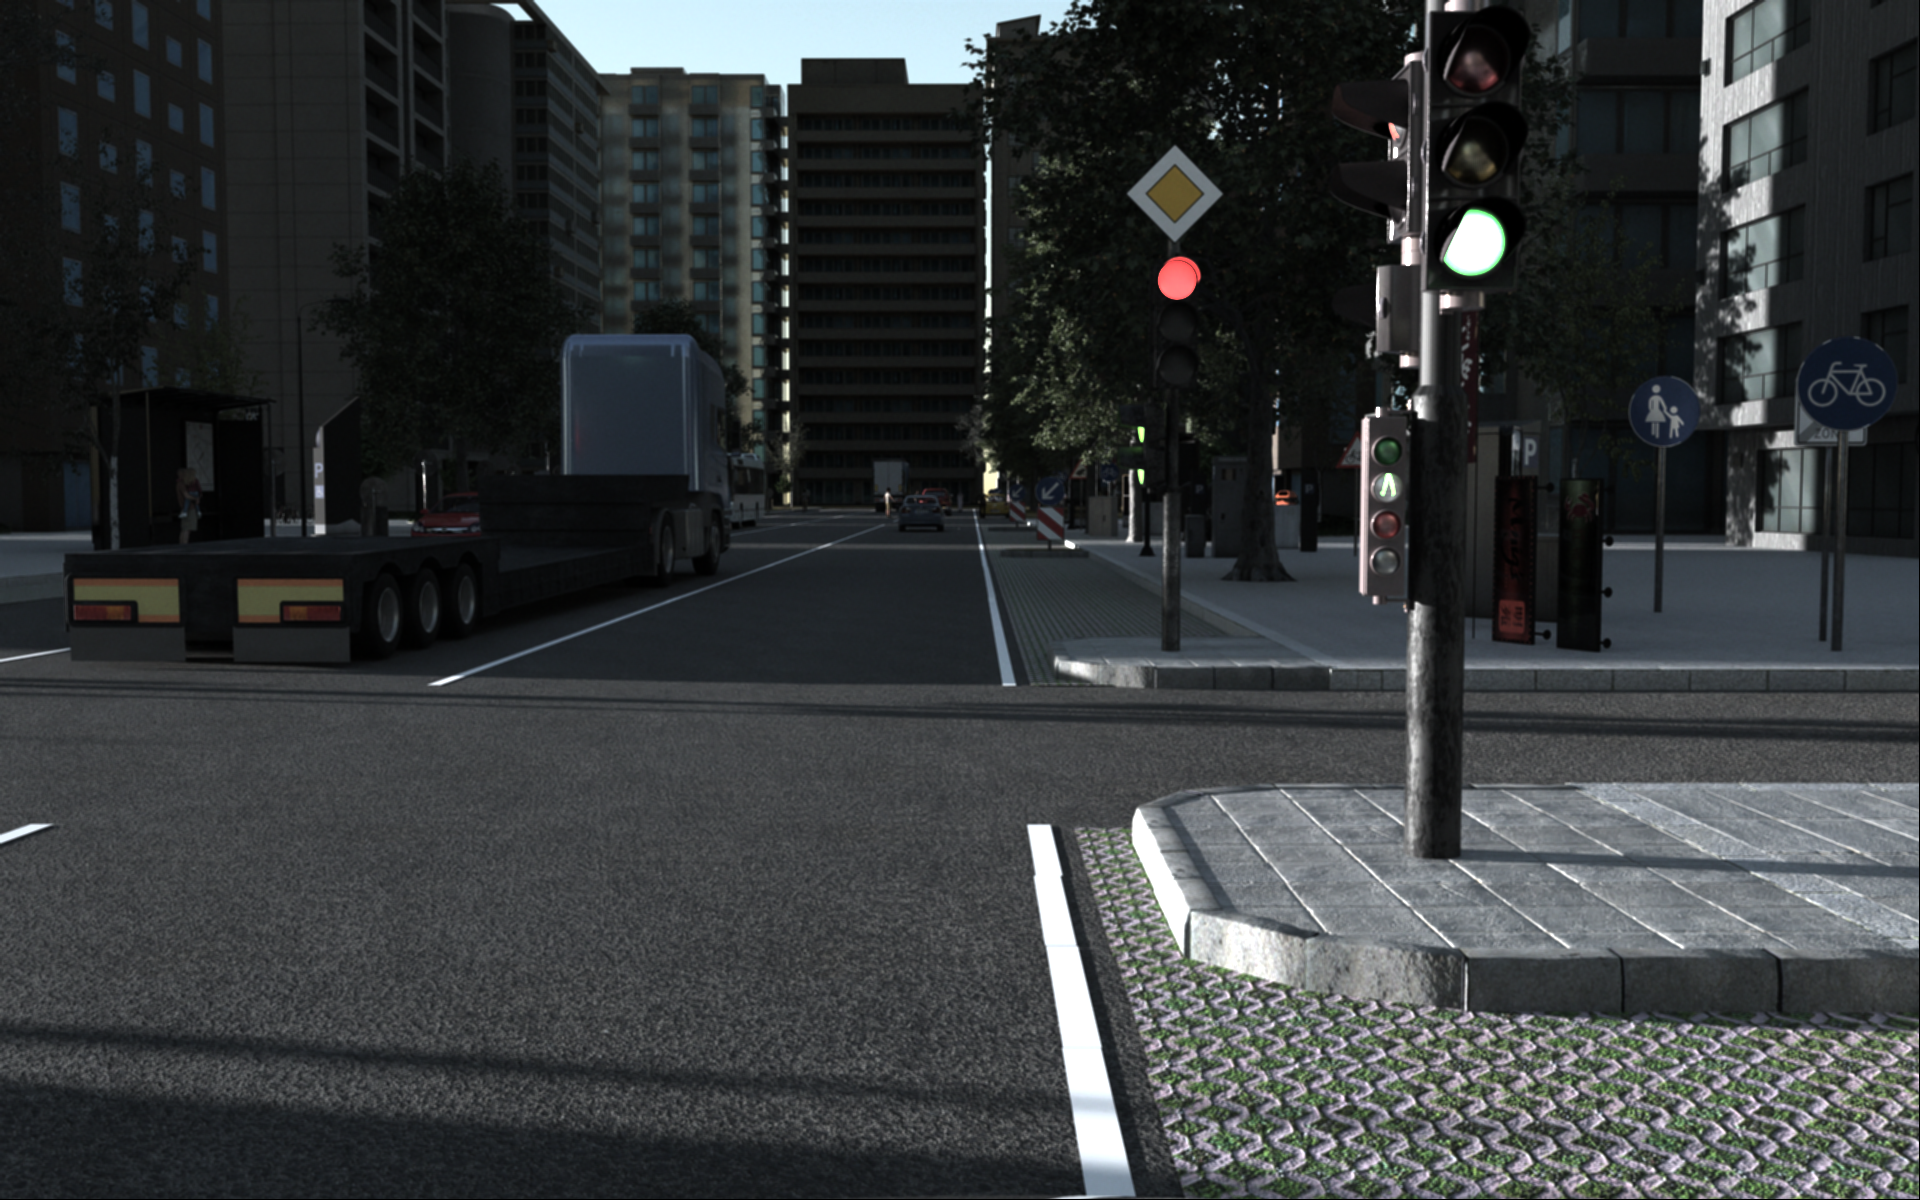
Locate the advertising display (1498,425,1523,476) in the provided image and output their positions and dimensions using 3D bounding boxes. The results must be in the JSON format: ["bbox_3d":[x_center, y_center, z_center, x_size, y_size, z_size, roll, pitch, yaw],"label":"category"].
[{"bbox_3d":[5.258,-0.695,16.574,0.123,1.923,0.974,2,4,23],"label":"advertising display"}]

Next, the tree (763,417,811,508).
[{"bbox_3d":[-16.163,-13.068,164.026,4.360,8.622,3.978,0,3,0],"label":"tree"}]

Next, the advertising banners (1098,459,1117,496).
[{"bbox_3d":[7.332,-5.515,86.361,0.090,3.025,2.074,-2,4,-24],"label":"advertising banners"}]

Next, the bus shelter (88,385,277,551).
[{"bbox_3d":[-18.060,-3.017,40.605,1.731,3.624,6.357,0,4,0],"label":"bus shelter"}]

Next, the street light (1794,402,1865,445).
[{"bbox_3d":[3.049,-2.041,5.915,1.470,5.913,1.316,0,4,0],"label":"street light"}]

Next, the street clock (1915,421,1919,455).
[{"bbox_3d":[8.387,-0.623,14.762,0.358,2.002,0.471,-1,4,-14],"label":"street clock"}]

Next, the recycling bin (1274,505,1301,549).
[{"bbox_3d":[7.645,-1.729,40.824,0.722,1.027,0.722,1,4,14],"label":"recycling bin"}]

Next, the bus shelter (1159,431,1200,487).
[{"bbox_3d":[7.971,-4.566,65.932,1.731,3.624,6.357,0,4,0],"label":"bus shelter"}]

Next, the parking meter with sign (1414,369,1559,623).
[{"bbox_3d":[5.572,-1.321,17.865,0.543,3.016,1.738,-3,5,-42],"label":"parking meter with sign"}]

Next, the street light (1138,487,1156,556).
[{"bbox_3d":[3.332,-3.862,35.679,1.470,5.913,1.316,0,4,0],"label":"street light"}]

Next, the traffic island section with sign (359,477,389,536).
[{"bbox_3d":[-13.305,-1.851,38.889,1.989,1.847,2.006,0,4,0],"label":"traffic island section with sign"}]

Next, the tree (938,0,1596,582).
[{"bbox_3d":[4.502,-6.620,25.247,9.611,12.733,9.660,0,3,0],"label":"tree"}]

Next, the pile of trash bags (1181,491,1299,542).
[{"bbox_3d":[7.583,-2.249,46.524,3.447,1.369,1.912,3,5,44],"label":"pile of trash bags"}]

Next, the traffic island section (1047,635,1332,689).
[{"bbox_3d":[1.748,0.495,14.186,2.009,0.180,2.903,0,4,0],"label":"traffic island section"}]

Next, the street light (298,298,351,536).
[{"bbox_3d":[-15.100,-4.195,41.136,1.470,5.913,1.316,0,4,0],"label":"street light"}]

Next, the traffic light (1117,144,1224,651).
[{"bbox_3d":[1.708,-1.538,14.073,0.839,4.253,0.868,0,4,0],"label":"traffic light"}]

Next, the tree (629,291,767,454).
[{"bbox_3d":[-16.249,-11.094,98.399,9.611,12.733,9.660,0,3,0],"label":"tree"}]

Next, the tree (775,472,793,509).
[{"bbox_3d":[-15.214,-9.487,149.710,1.663,3.219,1.824,0,3,0],"label":"tree"}]

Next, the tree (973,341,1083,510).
[{"bbox_3d":[5.859,-13.975,135.149,9.857,13.997,8.962,0,3,0],"label":"tree"}]

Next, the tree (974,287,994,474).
[{"bbox_3d":[4.418,-8.385,55.216,7.486,12.596,7.792,0,3,0],"label":"tree"}]

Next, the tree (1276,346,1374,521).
[{"bbox_3d":[12.138,-6.633,58.809,4.360,8.622,3.978,0,3,0],"label":"tree"}]

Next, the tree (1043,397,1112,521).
[{"bbox_3d":[5.196,-7.989,80.979,4.360,8.622,3.978,0,3,0],"label":"tree"}]

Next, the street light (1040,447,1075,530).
[{"bbox_3d":[3.491,-5.506,62.568,1.470,5.913,1.316,0,4,0],"label":"street light"}]

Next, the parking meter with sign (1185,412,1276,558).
[{"bbox_3d":[5.436,-2.367,34.956,1.738,3.016,0.543,0,4,-3],"label":"parking meter with sign"}]

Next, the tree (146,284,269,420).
[{"bbox_3d":[-25.941,-6.712,60.111,4.737,8.622,4.395,0,3,0],"label":"tree"}]

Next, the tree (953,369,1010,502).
[{"bbox_3d":[4.534,-15.529,164.271,12.009,13.543,11.850,0,3,0],"label":"tree"}]

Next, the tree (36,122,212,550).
[{"bbox_3d":[-16.801,-5.097,33.705,4.360,8.622,3.978,0,3,0],"label":"tree"}]

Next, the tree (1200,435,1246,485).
[{"bbox_3d":[12.624,-6.314,86.951,4.285,4.588,4.351,0,3,0],"label":"tree"}]

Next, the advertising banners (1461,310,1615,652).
[{"bbox_3d":[4.779,-1.139,14.811,0.090,3.025,2.074,-2,4,-25],"label":"advertising banners"}]

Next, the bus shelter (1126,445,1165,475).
[{"bbox_3d":[8.061,-4.872,73.575,2.014,3.302,5.546,0,4,0],"label":"bus shelter"}]

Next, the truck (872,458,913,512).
[{"bbox_3d":[-5.503,-9.358,141.923,2.839,4.237,11.283,0,4,2],"label":"truck"}]

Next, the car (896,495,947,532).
[{"bbox_3d":[-1.511,-3.394,67.498,2.014,1.417,4.499,0,4,-1],"label":"car"}]

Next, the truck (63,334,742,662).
[{"bbox_3d":[-5.796,-2.060,23.446,2.967,4.110,18.799,0,4,2],"label":"truck"}]

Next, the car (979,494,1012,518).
[{"bbox_3d":[2.124,-5.761,104.422,2.015,1.641,3.980,0,4,1],"label":"car"}]

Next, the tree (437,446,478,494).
[{"bbox_3d":[-20.331,-4.621,70.150,1.663,3.219,1.824,0,3,0],"label":"tree"}]

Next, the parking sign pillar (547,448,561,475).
[{"bbox_3d":[-17.611,-5.400,76.758,1.447,3.967,1.447,-2,4,-24],"label":"parking sign pillar"}]

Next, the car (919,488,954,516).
[{"bbox_3d":[-1.572,-6.349,112.487,2.281,1.827,5.304,0,4,1],"label":"car"}]

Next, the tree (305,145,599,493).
[{"bbox_3d":[-16.596,-8.590,57.449,9.611,12.733,9.660,0,3,0],"label":"tree"}]

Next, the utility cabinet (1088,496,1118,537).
[{"bbox_3d":[4.356,-2.543,52.738,0.306,1.237,1.020,-3,5,-39],"label":"utility cabinet"}]

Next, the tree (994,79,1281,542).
[{"bbox_3d":[5.128,-7.832,46.187,7.486,12.596,7.792,0,3,0],"label":"tree"}]

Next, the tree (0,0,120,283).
[{"bbox_3d":[-16.584,-6.870,22.687,12.009,13.543,11.850,0,3,0],"label":"tree"}]

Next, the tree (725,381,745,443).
[{"bbox_3d":[-15.547,-9.701,108.979,4.360,8.622,3.978,0,3,0],"label":"tree"}]

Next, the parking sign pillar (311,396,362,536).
[{"bbox_3d":[-17.012,-3.601,47.349,1.447,3.967,1.447,2,4,28],"label":"parking sign pillar"}]

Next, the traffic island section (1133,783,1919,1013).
[{"bbox_3d":[1.698,0.983,6.202,2.009,0.180,2.903,0,4,0],"label":"traffic island section"}]

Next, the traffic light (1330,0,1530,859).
[{"bbox_3d":[-0.434,-1.914,5.959,4.771,5.953,1.251,0,4,0],"label":"traffic light"}]

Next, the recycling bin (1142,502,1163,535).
[{"bbox_3d":[6.102,-2.538,54.044,0.722,1.027,0.722,2,4,26],"label":"recycling bin"}]

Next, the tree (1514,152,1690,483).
[{"bbox_3d":[13.364,-5.316,37.279,4.737,8.622,4.395,0,3,0],"label":"tree"}]

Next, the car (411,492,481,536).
[{"bbox_3d":[-10.862,-1.818,38.771,2.155,1.783,4.494,0,4,1],"label":"car"}]

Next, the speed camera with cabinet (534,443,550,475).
[{"bbox_3d":[-16.316,-4.476,67.515,0.660,3.252,2.038,-1,4,-13],"label":"speed camera with cabinet"}]

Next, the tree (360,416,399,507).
[{"bbox_3d":[-24.249,-5.308,70.493,4.285,4.588,4.351,0,3,0],"label":"tree"}]
